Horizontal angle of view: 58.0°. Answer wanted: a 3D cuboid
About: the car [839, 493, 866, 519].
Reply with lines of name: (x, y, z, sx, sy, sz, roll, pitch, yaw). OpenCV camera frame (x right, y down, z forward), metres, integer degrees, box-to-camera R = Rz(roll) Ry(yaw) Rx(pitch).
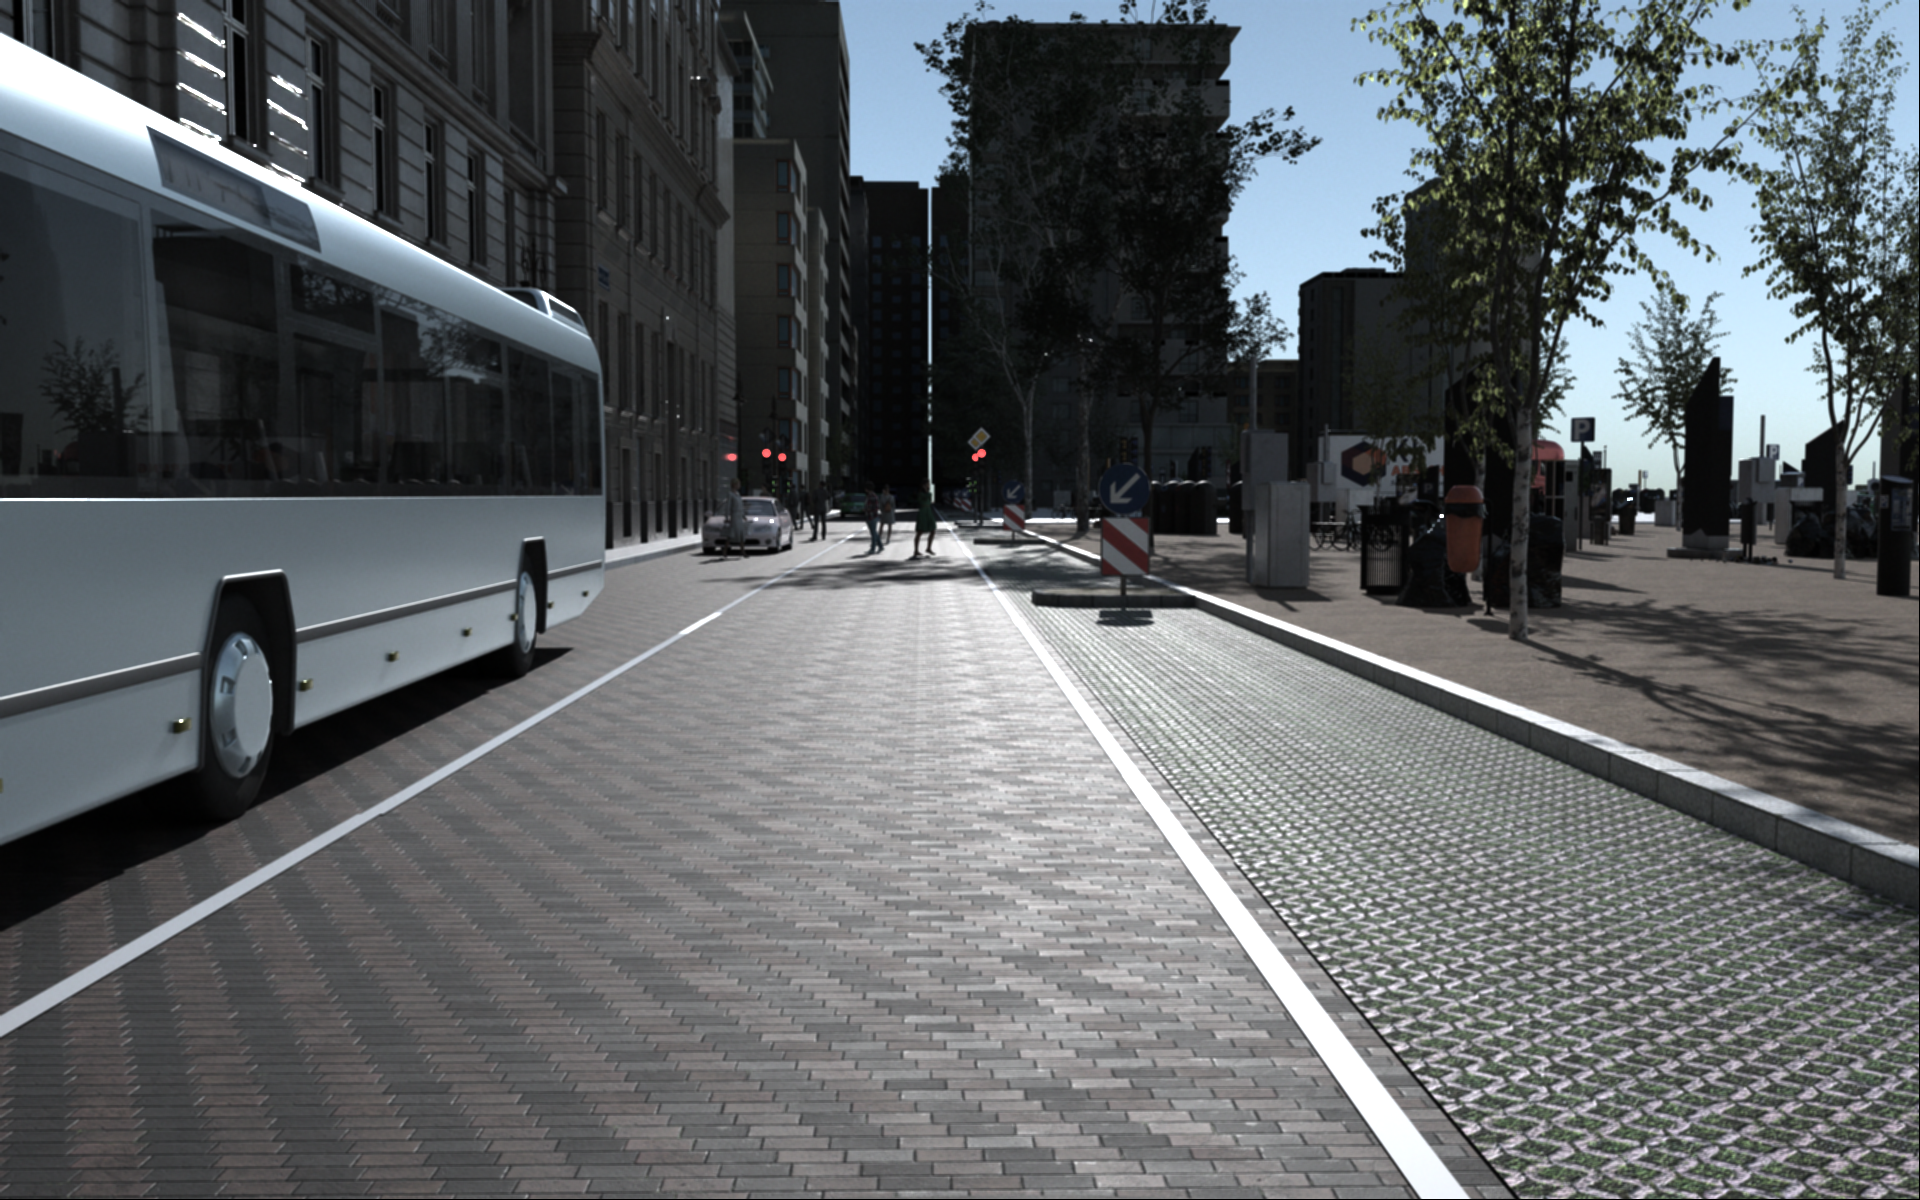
car: (-6.211, -5.757, 102.921, 1.959, 1.807, 4.718, 0, 4, -3)

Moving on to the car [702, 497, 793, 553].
car: (-5.266, -1.893, 43.307, 2.083, 1.381, 4.827, 0, 4, 1)

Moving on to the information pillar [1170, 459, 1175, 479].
information pillar: (14.227, -7.592, 115.481, 0.504, 3.616, 0.183, 1, 4, 13)

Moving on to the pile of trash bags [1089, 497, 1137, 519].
pile of trash bags: (7.730, -4.904, 89.927, 3.447, 1.369, 1.912, 1, 4, 12)

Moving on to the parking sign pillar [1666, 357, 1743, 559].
parking sign pillar: (15.013, -2.833, 34.785, 1.447, 3.967, 1.447, 0, 4, 1)

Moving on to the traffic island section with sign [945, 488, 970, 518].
traffic island section with sign: (0.247, -5.907, 105.214, 1.989, 1.847, 2.006, 0, 4, -1)

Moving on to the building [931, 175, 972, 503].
building: (3.074, -36.428, 245.712, 14.200, 45.320, 14.600, 0, 4, -1)

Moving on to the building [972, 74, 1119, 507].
building: (8.156, -29.896, 172.400, 14.154, 41.232, 14.086, 0, 4, -1)

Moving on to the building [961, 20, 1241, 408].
building: (14.700, -36.924, 192.939, 28.713, 52.752, 27.495, 0, 4, -1)

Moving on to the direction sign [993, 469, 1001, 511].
direction sign: (2.810, -8.545, 131.711, 0.876, 3.537, 0.379, -3, 5, -42)

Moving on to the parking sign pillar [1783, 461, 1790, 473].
parking sign pillar: (67.573, -9.322, 140.893, 1.447, 3.967, 1.447, 3, 4, 39)

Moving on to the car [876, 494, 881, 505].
car: (-7.694, -9.365, 161.919, 1.959, 1.807, 4.718, 0, 4, -1)

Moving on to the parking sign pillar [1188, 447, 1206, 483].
parking sign pillar: (13.497, -6.781, 99.335, 1.447, 3.967, 1.447, -1, 4, -16)

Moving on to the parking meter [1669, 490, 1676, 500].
parking meter: (44.113, -6.043, 107.222, 0.372, 1.533, 0.369, 0, 3, 0)

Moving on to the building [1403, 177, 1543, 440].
building: (66.441, -33.175, 225.998, 14.086, 41.232, 14.154, 0, 4, -1)

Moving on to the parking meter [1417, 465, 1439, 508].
parking meter: (9.413, -1.782, 34.845, 0.399, 1.863, 0.255, 1, 4, 22)

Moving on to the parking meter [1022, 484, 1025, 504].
parking meter: (3.891, -5.926, 102.609, 0.399, 1.863, 0.255, -1, 4, -15)

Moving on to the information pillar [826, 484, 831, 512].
information pillar: (-9.432, -7.311, 124.023, 0.304, 2.012, 0.304, -1, 4, -17)

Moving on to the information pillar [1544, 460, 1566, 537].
information pillar: (12.722, -1.991, 37.047, 0.304, 2.012, 0.304, -1, 4, -19)

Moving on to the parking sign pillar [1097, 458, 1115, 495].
parking sign pillar: (10.701, -8.476, 127.056, 1.447, 3.967, 1.447, 0, 4, -7)

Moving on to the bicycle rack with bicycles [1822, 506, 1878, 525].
bicycle rack with bicycles: (26.953, -2.386, 52.392, 2.925, 0.926, 2.852, -1, 4, -13)

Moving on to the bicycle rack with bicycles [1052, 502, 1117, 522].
bicycle rack with bicycles: (6.140, -4.182, 81.761, 2.925, 0.926, 2.852, 2, 4, 33)

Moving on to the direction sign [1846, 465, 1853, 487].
direction sign: (74.601, -9.399, 145.670, 0.876, 3.537, 0.379, -1, 4, -23)

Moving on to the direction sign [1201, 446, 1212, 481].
direction sign: (11.725, -5.531, 82.432, 0.379, 3.537, 0.876, -1, 4, -22)

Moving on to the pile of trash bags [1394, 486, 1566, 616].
pile of trash bags: (5.889, -0.611, 19.742, 1.912, 1.369, 3.447, 1, 4, 21)

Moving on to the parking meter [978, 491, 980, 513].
parking meter: (1.410, -6.831, 120.095, 0.372, 1.533, 0.369, 0, 3, 0)

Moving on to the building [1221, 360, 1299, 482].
building: (52.123, -25.037, 254.400, 28.899, 21.520, 27.650, 0, 4, -1)

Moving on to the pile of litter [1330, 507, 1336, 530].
pile of litter: (13.143, -2.838, 60.367, 1.719, 0.858, 1.176, 2, 4, 28)

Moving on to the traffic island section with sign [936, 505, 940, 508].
traffic island section with sign: (-1.361, -10.651, 182.779, 1.989, 1.847, 2.006, 0, 4, -1)

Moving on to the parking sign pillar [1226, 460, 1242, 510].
parking sign pillar: (20.047, -8.396, 125.743, 1.447, 3.967, 1.447, 1, 4, 22)

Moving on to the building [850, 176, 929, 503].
building: (-11.608, -36.482, 246.597, 14.200, 45.320, 14.600, 0, 4, -1)

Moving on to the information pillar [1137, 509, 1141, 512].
information pillar: (12.763, -7.288, 123.658, 0.304, 2.012, 0.304, 1, 4, 17)

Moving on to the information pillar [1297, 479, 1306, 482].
information pillar: (16.759, -4.925, 85.021, 0.304, 2.012, 0.304, -2, 4, -34)

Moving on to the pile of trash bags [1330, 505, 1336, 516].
pile of trash bags: (19.525, -4.892, 89.739, 1.912, 1.369, 3.447, -3, 4, -37)

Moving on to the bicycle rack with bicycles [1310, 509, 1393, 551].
bicycle rack with bicycles: (9.018, -1.618, 39.841, 2.852, 0.926, 2.925, -2, 4, -28)

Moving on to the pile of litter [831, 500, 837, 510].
pile of litter: (-10.685, -7.952, 143.984, 1.176, 0.858, 1.719, 2, 4, 32)

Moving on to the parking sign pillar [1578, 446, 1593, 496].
parking sign pillar: (34.919, -6.607, 96.489, 1.447, 3.967, 1.447, 0, 4, -6)

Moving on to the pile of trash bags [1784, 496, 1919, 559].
pile of trash bags: (18.702, -1.546, 35.032, 3.447, 1.369, 1.912, 0, 4, 1)

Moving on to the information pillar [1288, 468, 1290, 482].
information pillar: (26.994, -9.244, 142.501, 0.183, 3.616, 0.504, -1, 4, -22)

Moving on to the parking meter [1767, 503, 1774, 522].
parking meter: (37.901, -4.604, 80.981, 0.255, 1.863, 0.399, 3, 5, 40)

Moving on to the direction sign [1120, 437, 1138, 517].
direction sign: (6.706, -4.703, 68.894, 0.876, 3.537, 0.379, -2, 4, -31)

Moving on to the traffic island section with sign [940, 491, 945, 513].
traffic island section with sign: (-0.315, -7.576, 132.488, 1.989, 1.847, 2.006, 0, 4, -1)

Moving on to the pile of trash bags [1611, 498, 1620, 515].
pile of trash bags: (38.941, -5.887, 106.008, 3.447, 1.369, 1.912, -2, 4, -33)

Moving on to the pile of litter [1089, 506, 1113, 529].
pile of litter: (5.462, -3.095, 64.563, 1.719, 0.858, 1.176, 1, 4, 22)

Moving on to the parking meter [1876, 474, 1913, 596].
parking meter: (11.835, -0.826, 21.923, 0.372, 1.533, 0.369, 0, 3, 0)

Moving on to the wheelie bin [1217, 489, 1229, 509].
wheelie bin: (14.755, -5.521, 98.180, 0.980, 1.594, 0.693, 0, 4, 0)

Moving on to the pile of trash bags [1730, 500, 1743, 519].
pile of trash bags: (40.475, -4.831, 88.734, 1.912, 1.369, 3.447, -2, 4, -33)

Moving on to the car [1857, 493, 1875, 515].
car: (40.162, -4.280, 78.767, 4.718, 1.807, 1.959, 0, 4, -2)

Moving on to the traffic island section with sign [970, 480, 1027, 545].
traffic island section with sign: (1.393, -2.508, 49.635, 1.989, 1.847, 2.006, 0, 4, -1)

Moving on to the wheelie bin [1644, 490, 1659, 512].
wheelie bin: (48.386, -6.926, 121.148, 0.980, 1.594, 0.693, 1, 4, 20)

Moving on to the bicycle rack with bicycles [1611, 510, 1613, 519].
bicycle rack with bicycles: (30.111, -4.280, 83.364, 2.852, 0.926, 2.925, -3, 5, -40)

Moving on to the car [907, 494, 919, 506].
car: (-5.545, -12.466, 212.609, 1.959, 1.807, 4.718, 0, 3, 0)

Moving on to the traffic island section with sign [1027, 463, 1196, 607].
traffic island section with sign: (1.961, -0.860, 22.686, 1.989, 1.847, 2.006, 0, 4, -1)

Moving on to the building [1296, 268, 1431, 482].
building: (52.306, -27.769, 225.725, 14.107, 30.474, 14.160, 0, 4, -1)
